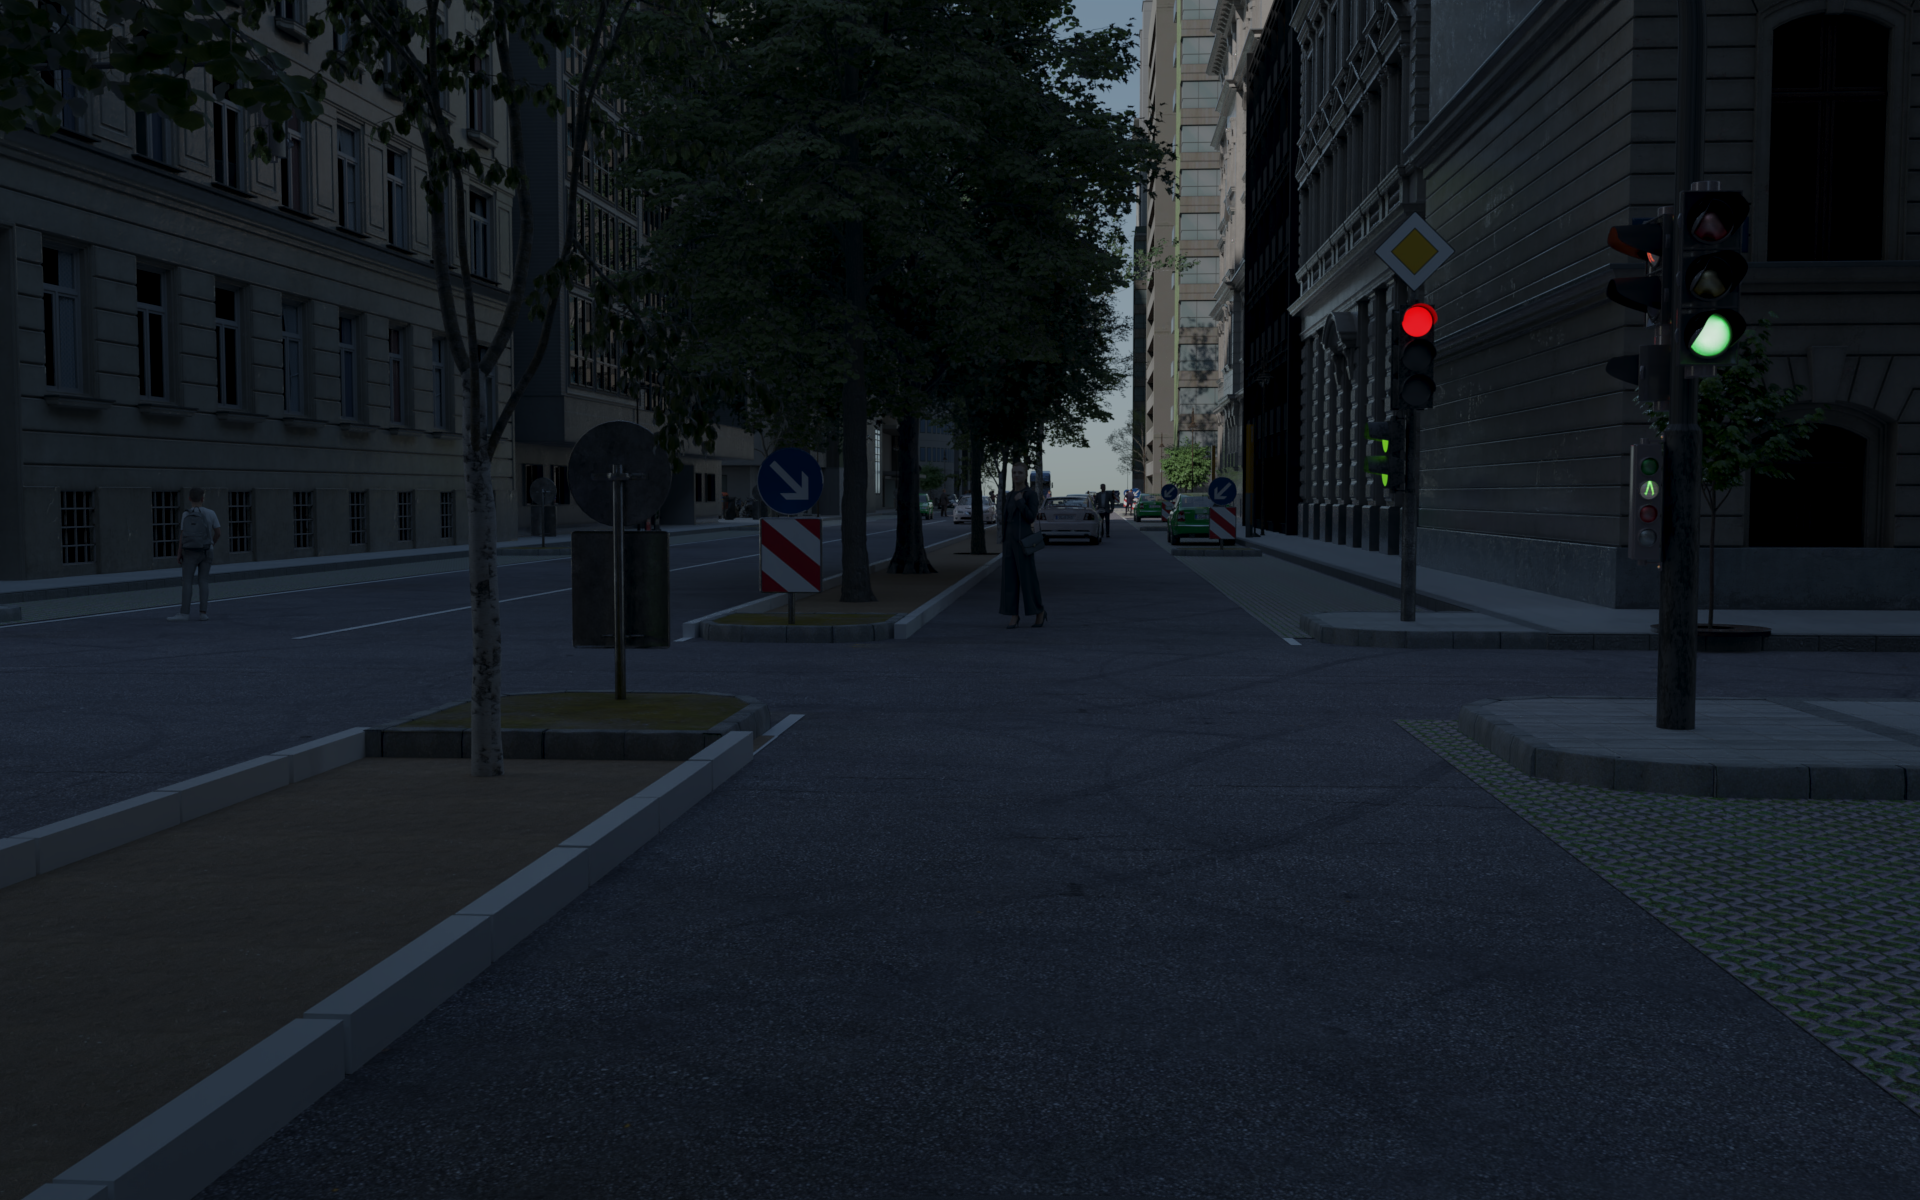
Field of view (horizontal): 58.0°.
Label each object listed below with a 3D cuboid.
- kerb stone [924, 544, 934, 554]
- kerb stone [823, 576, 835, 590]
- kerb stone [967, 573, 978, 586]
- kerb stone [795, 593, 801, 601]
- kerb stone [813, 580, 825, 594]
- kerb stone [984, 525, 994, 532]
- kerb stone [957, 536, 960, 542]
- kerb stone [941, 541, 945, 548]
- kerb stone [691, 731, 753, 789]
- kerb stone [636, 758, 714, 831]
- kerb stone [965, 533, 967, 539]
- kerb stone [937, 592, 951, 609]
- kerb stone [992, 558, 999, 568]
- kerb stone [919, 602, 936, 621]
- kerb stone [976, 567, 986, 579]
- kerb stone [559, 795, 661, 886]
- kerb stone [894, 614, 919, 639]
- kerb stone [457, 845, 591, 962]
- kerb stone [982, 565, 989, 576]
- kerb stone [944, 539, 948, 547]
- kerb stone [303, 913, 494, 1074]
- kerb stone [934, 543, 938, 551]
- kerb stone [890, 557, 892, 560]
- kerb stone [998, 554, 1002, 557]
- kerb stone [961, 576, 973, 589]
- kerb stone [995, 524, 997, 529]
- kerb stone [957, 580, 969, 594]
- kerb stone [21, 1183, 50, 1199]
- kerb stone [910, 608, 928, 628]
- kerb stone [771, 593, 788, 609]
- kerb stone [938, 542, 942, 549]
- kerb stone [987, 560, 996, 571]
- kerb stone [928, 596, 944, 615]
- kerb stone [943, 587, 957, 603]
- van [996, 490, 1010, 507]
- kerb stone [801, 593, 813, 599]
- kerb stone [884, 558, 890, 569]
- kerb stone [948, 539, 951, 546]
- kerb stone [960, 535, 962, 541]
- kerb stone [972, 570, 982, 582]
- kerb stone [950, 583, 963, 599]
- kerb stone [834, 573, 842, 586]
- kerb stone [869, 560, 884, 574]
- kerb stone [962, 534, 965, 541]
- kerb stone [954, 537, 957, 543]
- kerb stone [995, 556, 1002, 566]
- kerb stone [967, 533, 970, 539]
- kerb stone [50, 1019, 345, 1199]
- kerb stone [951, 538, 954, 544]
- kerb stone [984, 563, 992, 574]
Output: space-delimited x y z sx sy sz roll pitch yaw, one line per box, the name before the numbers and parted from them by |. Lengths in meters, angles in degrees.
kerb stone | -0.791 -1.224 42.269 0.120 0.150 1.000 0 4 4
kerb stone | -2.032 -0.226 25.888 0.120 0.150 1.000 0 4 4
kerb stone | 0.139 -0.281 26.791 0.120 0.150 1.000 0 4 4
kerb stone | -2.271 -0.036 22.815 0.120 0.150 1.000 0 4 4
kerb stone | -2.112 -0.158 24.863 0.120 0.150 1.000 0 4 4
kerb stone | 1.139 -2.785 67.827 0.120 0.150 1.000 0 4 4
kerb stone | -0.169 -1.729 50.468 0.120 0.150 1.000 0 4 4
kerb stone | -0.562 -1.416 45.351 0.120 0.150 1.000 0 4 4
kerb stone | -1.216 0.815 8.869 0.120 0.150 1.000 0 4 4
kerb stone | -1.294 0.881 7.847 0.120 0.150 1.000 0 4 4
kerb stone | 0.056 -1.916 53.526 0.120 0.150 1.000 0 4 4
kerb stone | -0.247 0.031 21.692 0.120 0.150 1.000 0 4 4
kerb stone | 0.607 -0.655 32.926 0.120 0.150 1.000 0 4 4
kerb stone | -0.403 0.156 19.648 0.120 0.150 1.000 0 4 4
kerb stone | 0.295 -0.404 28.838 0.120 0.150 1.000 0 4 4
kerb stone | -1.371 0.940 6.822 0.120 0.150 1.000 0 4 4
kerb stone | -0.553 0.282 17.610 0.120 0.150 1.000 0 4 4
kerb stone | -1.449 1.006 5.800 0.120 0.150 1.000 0 4 4
kerb stone | 0.371 -0.469 29.857 0.120 0.150 1.000 0 4 4
kerb stone | -0.489 -1.478 46.370 0.120 0.150 1.000 0 4 4
kerb stone | -1.525 1.065 4.776 0.120 0.150 1.000 0 4 4
kerb stone | -0.715 -1.290 43.288 0.120 0.150 1.000 0 4 4
kerb stone | -1.417 -0.720 34.073 0.120 0.150 1.000 0 4 4
kerb stone | 0.762 -0.778 34.964 0.120 0.150 1.000 0 4 4
kerb stone | 0.061 -0.219 25.772 0.120 0.150 1.000 0 4 4
kerb stone | 1.298 -2.914 69.872 0.120 0.150 1.000 0 4 4
kerb stone | -0.007 -0.156 24.752 0.120 0.150 1.000 0 4 4
kerb stone | -1.678 1.191 2.724 0.120 0.150 1.000 0 4 4
kerb stone | -0.479 0.218 18.629 0.120 0.150 1.000 0 4 4
kerb stone | -2.342 0.024 21.795 0.120 0.150 1.000 0 4 4
kerb stone | -0.640 -1.353 44.314 0.120 0.150 1.000 0 4 4
kerb stone | 0.528 -0.594 31.900 0.120 0.150 1.000 0 4 4
kerb stone | -0.325 0.093 20.672 0.120 0.150 1.000 0 4 4
kerb stone | -0.169 -0.032 22.711 0.120 0.150 1.000 0 4 4
van | 4.847 -11.233 190.676 2.013 2.044 4.112 0 4 3
kerb stone | -2.196 -0.100 23.834 0.120 0.150 1.000 0 4 4
kerb stone | -1.502 -0.661 33.048 0.120 0.150 1.000 0 4 4
kerb stone | -0.407 -1.538 47.395 0.120 0.150 1.000 0 4 4
kerb stone | -0.100 -1.789 51.488 0.120 0.150 1.000 0 4 4
kerb stone | 0.216 -0.343 27.810 0.120 0.150 1.000 0 4 4
kerb stone | -0.095 -0.094 23.734 0.120 0.150 1.000 0 4 4
kerb stone | -1.958 -0.287 26.908 0.120 0.150 1.000 0 4 4
kerb stone | -1.573 -0.601 32.023 0.120 0.150 1.000 0 4 4
kerb stone | -0.020 -1.848 52.508 0.120 0.150 1.000 0 4 4
kerb stone | -0.255 -1.666 49.433 0.120 0.150 1.000 0 4 4
kerb stone | 0.679 -0.716 33.945 0.120 0.150 1.000 0 4 4
kerb stone | 0.130 -1.979 54.548 0.120 0.150 1.000 0 4 4
kerb stone | -1.605 1.132 3.748 0.120 0.150 1.000 0 4 4
kerb stone | -0.334 -1.604 48.414 0.120 0.150 1.000 0 4 4
kerb stone | 0.445 -0.518 30.877 0.120 0.150 1.000 0 4 4
